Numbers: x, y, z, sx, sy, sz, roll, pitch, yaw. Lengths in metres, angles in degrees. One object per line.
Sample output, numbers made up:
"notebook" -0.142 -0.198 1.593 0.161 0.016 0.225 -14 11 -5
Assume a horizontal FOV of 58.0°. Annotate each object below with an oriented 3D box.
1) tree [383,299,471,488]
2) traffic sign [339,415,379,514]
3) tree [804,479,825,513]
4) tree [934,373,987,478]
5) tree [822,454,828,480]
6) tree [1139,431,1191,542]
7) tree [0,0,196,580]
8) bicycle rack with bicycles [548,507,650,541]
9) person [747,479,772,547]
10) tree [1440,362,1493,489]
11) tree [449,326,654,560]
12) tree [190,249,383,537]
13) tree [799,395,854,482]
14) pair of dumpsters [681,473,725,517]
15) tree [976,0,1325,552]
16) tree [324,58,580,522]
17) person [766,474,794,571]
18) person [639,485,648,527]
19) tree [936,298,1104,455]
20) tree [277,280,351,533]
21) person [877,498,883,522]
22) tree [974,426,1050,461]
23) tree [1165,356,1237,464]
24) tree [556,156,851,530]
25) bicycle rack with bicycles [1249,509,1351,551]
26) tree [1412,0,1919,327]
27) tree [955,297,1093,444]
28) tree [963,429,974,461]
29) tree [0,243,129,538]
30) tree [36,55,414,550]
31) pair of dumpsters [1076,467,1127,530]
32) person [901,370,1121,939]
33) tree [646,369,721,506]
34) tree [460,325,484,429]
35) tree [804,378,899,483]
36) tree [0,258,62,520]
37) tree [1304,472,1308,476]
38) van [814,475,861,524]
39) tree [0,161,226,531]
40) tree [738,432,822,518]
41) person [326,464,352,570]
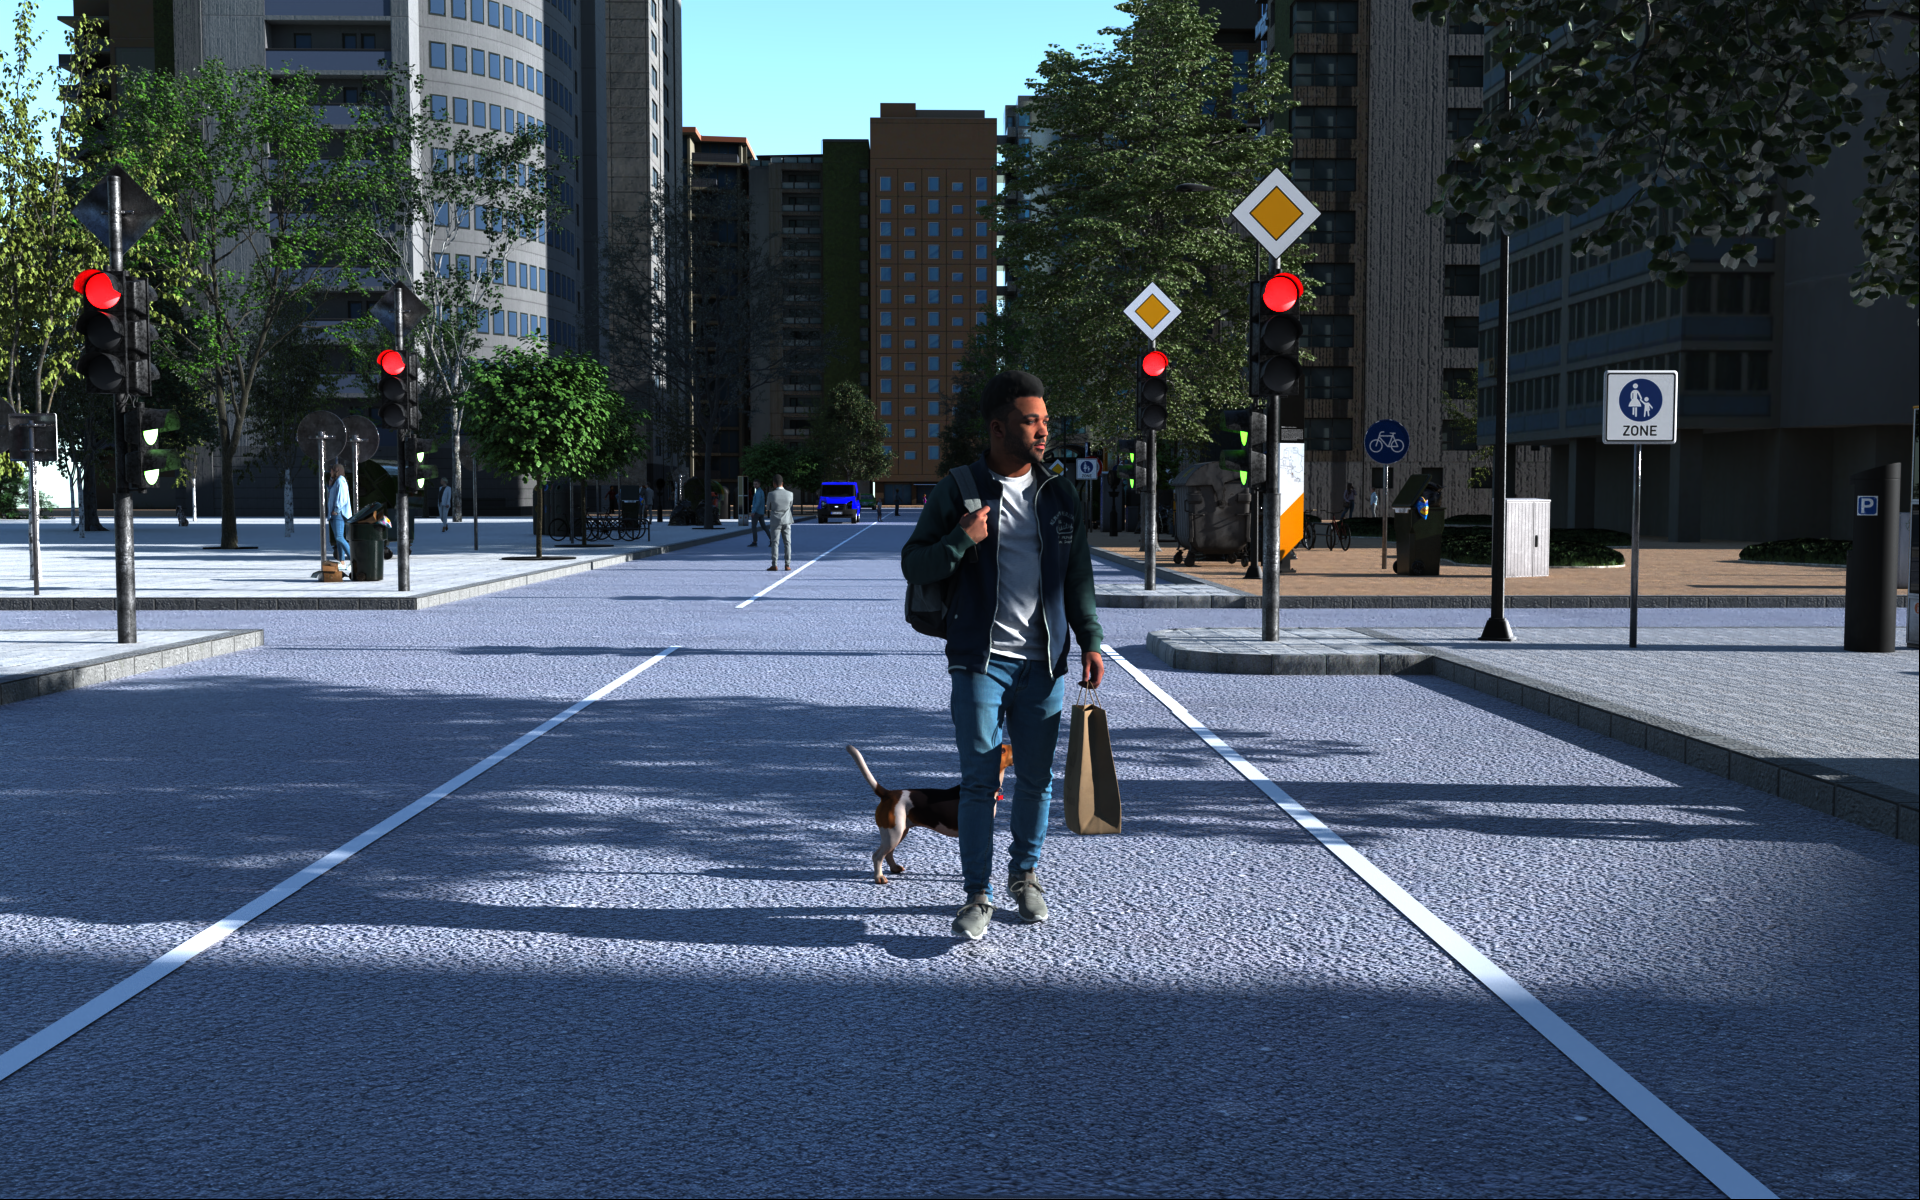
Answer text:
"tree" -20.466 -6.982 64.520 4.360 8.622 3.978 0 3 0
"traffic sign" -9.765 -1.706 27.994 0.768 2.556 0.104 0 4 1
"tree" -10.001 -7.457 116.523 1.663 3.219 1.824 0 3 0
"tree" 2.119 -14.866 160.074 9.611 12.733 9.660 0 3 0
"tree" -9.761 -7.575 107.566 4.285 4.588 4.351 0 3 0
"tree" 5.212 -3.166 46.367 1.663 3.219 1.824 0 3 0
"tree" -13.725 -4.617 25.844 4.737 8.622 4.395 0 3 0
"bicycle rack with bicycles" -9.808 -2.085 47.479 2.925 0.926 2.852 -2 4 -23
"person" -5.411 -2.359 46.929 0.748 1.841 0.638 1 4 18
"tree" 24.248 -7.847 78.664 4.737 8.622 4.395 0 3 0
"tree" -8.342 -3.073 33.952 4.285 4.588 4.351 0 3 0
"tree" -20.236 -6.187 51.514 4.360 8.622 3.978 0 3 0
"tree" -9.987 -10.798 126.911 4.737 8.622 4.395 0 3 0
"pair of dumpsters" -11.704 -4.665 78.773 1.574 2.255 4.437 0 4 -1
"tree" 4.144 -7.327 37.917 7.486 12.596 7.792 0 3 0
"tree" -24.426 -13.604 78.315 12.611 20.169 13.585 0 3 0
"person" -3.390 -1.455 32.466 0.511 1.800 0.466 -2 4 -33
"person" -12.322 -3.702 66.535 0.622 1.834 0.822 -1 4 -12
"tree" 3.673 -11.969 106.062 12.009 13.543 11.850 0 3 0
"tree" -22.131 -6.527 57.086 4.737 8.622 4.395 0 3 0
"person" -4.139 -4.675 89.623 0.332 1.250 0.352 -2 4 -24
"tree" 3.880 -10.184 116.870 4.360 8.622 3.978 0 3 0
"tree" 12.126 -8.440 88.364 4.737 8.622 4.395 0 3 0
"tree" -9.200 -9.329 62.896 12.009 13.543 11.850 0 3 0
"bicycle rack with bicycles" 7.612 -1.636 40.126 2.852 0.926 2.925 0 4 0
"tree" 5.394 -6.178 7.662 9.857 13.997 8.962 0 3 0
"tree" 3.631 -10.119 91.202 9.928 11.665 9.643 0 3 0
"tree" 2.628 -11.524 138.779 4.360 8.622 3.978 0 3 0
"tree" -25.757 -6.109 50.247 4.360 8.622 3.978 0 3 0
"tree" -16.951 -7.001 40.218 9.928 11.665 9.643 0 3 0
"pair of dumpsters" 5.262 -3.800 64.627 1.574 2.255 4.437 0 4 -1
"person" 0.207 0.175 5.621 0.794 1.824 0.713 0 4 0
"tree" -15.457 -8.856 95.153 4.360 8.622 3.978 0 3 0
"tree" -28.763 -10.189 92.345 9.928 11.665 9.643 0 3 0
"tree" -11.043 -15.576 171.668 9.611 12.733 9.660 0 3 0
"tree" -55.601 -11.499 89.828 18.604 14.587 13.155 0 4 -8
"tree" 13.052 -4.652 70.656 1.663 3.219 1.824 0 3 0
"van" -5.986 -4.984 85.866 2.240 2.365 5.245 0 4 -1
"tree" -30.130 -8.737 59.860 9.611 12.733 9.660 0 3 0
"tree" -10.057 -6.599 91.600 4.285 4.588 4.351 0 3 0
"person" -10.501 -1.412 29.396 0.793 1.790 0.793 2 4 30
